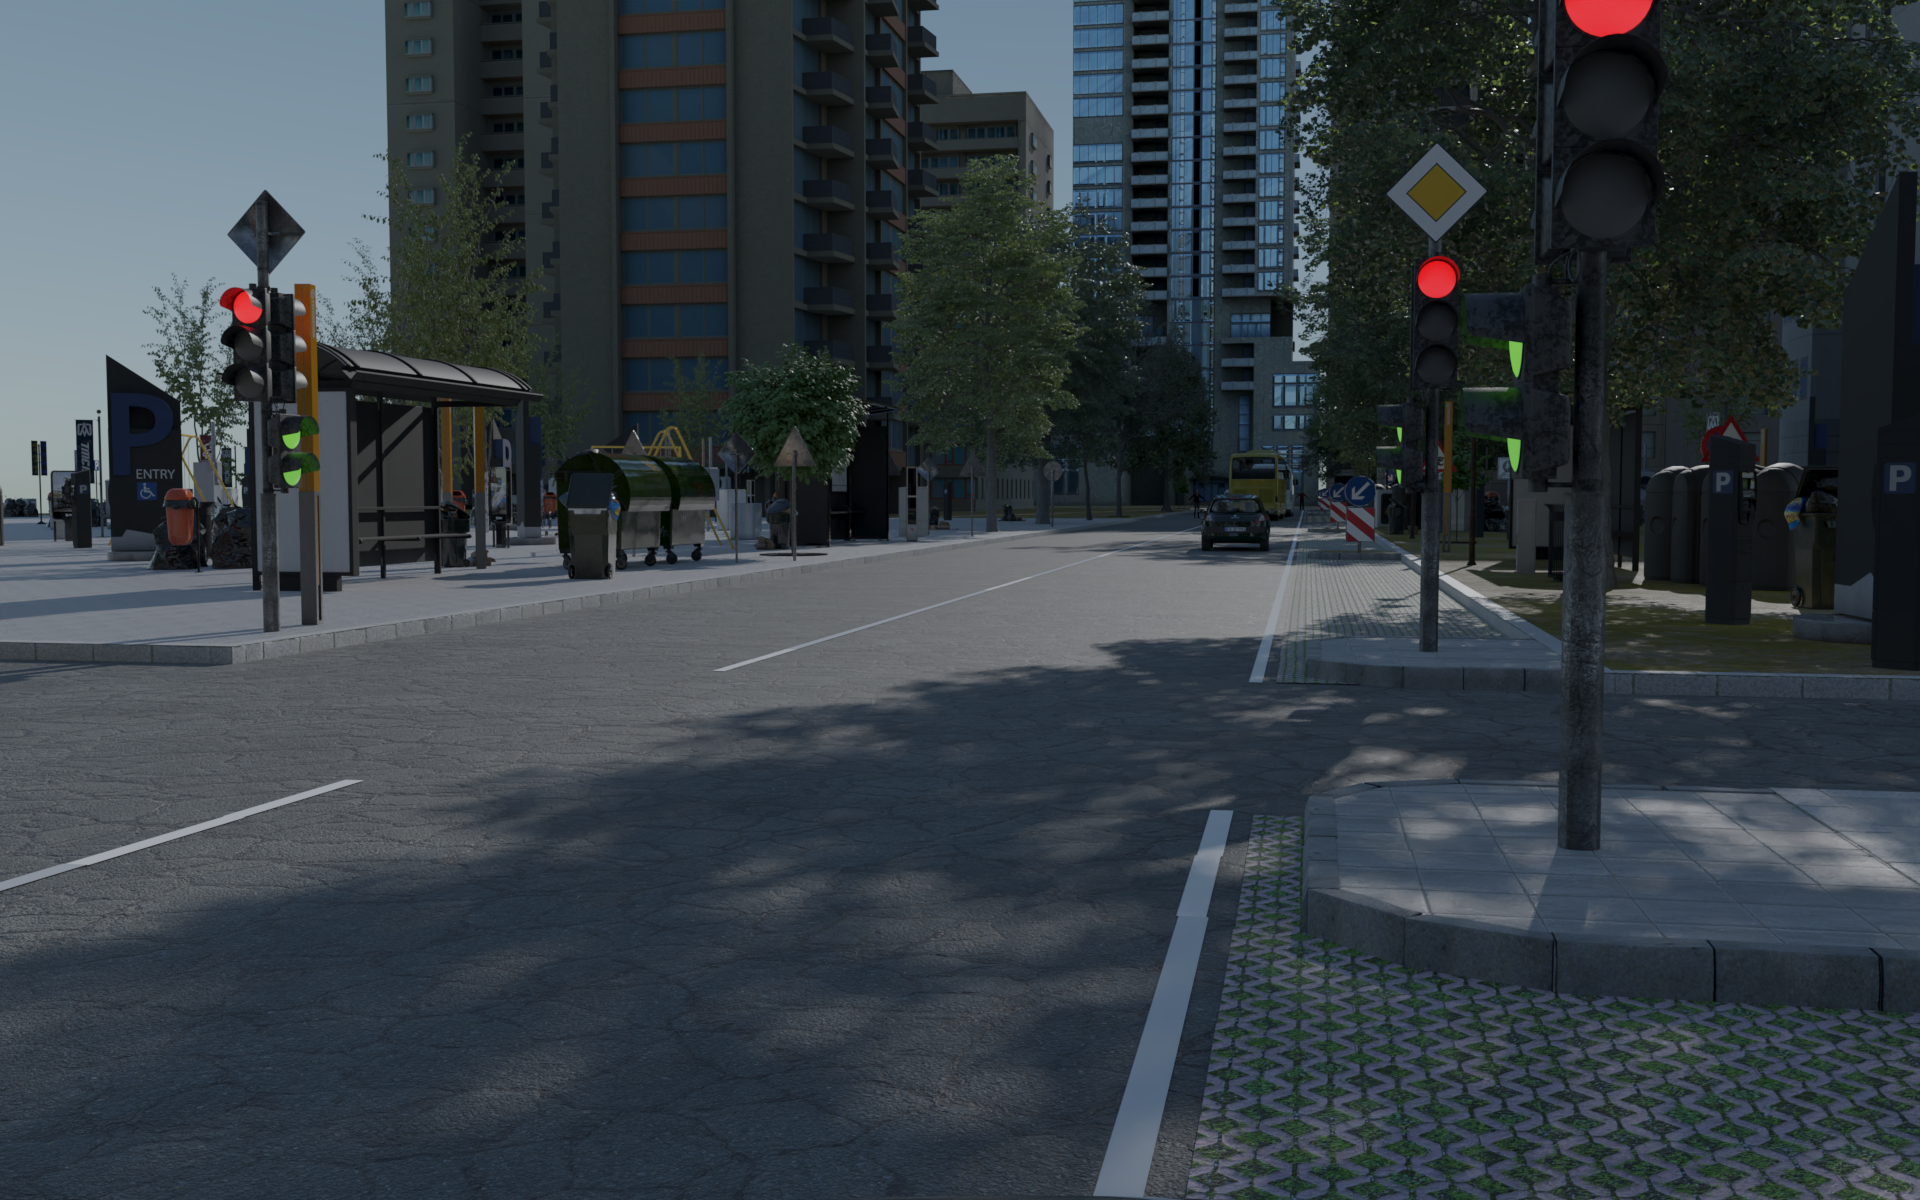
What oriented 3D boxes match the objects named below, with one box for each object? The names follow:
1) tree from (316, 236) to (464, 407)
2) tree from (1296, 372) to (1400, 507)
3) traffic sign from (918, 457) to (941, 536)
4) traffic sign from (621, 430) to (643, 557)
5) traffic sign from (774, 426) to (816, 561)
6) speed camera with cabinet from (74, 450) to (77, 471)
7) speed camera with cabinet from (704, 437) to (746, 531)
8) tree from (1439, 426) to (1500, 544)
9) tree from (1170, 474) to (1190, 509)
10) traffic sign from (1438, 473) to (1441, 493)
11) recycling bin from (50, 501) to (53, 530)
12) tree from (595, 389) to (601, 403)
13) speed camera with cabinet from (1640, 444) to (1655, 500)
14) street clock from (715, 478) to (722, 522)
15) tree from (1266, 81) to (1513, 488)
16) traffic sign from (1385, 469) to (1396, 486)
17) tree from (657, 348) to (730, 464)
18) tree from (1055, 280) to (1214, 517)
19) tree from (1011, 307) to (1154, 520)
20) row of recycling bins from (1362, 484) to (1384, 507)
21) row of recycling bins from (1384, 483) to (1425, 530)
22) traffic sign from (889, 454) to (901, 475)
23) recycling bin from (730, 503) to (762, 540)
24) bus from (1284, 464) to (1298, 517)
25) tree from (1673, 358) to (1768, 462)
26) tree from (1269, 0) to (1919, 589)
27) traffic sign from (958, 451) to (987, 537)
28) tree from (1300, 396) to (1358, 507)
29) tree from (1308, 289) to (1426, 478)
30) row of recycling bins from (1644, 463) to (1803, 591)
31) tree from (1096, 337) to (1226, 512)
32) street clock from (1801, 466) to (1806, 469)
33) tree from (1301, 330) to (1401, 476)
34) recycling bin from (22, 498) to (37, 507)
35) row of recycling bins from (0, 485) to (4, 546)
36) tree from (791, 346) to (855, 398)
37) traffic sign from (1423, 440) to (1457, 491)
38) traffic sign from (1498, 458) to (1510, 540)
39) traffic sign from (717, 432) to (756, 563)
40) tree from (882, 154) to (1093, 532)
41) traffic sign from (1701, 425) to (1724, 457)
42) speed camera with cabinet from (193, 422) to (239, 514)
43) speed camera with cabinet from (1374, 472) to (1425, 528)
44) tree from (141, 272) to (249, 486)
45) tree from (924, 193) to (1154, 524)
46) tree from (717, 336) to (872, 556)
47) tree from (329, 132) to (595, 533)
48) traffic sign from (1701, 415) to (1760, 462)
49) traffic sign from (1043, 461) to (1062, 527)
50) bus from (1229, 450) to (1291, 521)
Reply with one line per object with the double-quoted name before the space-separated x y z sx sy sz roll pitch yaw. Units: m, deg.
"tree" -16.067 -6.011 48.637 4.360 8.622 3.978 0 3 0
"tree" 28.652 -12.596 122.952 9.611 12.733 9.660 0 3 0
"traffic sign" -0.969 -3.192 53.377 0.795 2.450 0.064 1 4 13
"traffic sign" -6.653 -2.156 35.253 0.884 2.594 0.081 1 4 21
"traffic sign" -3.171 -2.027 33.144 0.884 2.594 0.081 1 4 20
"speed camera with cabinet" -40.186 -5.116 77.988 0.660 3.252 2.038 -3 5 -42
"speed camera with cabinet" -8.388 -4.060 60.716 0.660 3.252 2.038 2 4 35
"tree" 12.906 -3.089 45.115 1.663 3.219 1.824 0 3 0
"tree" 18.867 -9.493 149.804 1.663 3.219 1.824 0 3 0
"traffic sign" 13.719 -2.912 49.741 0.606 2.300 0.079 1 4 19
"recycling bin" -32.215 -3.043 62.300 0.722 1.027 0.722 0 4 -3
"tree" -18.623 -7.804 77.957 4.737 8.622 4.395 0 3 0
"speed camera with cabinet" 26.437 -4.549 68.720 2.038 3.252 0.660 1 4 17
"street clock" -11.051 -4.550 78.959 0.358 2.002 0.471 -2 4 -33
"tree" 19.843 -13.543 77.311 12.611 20.169 13.585 0 3 0
"traffic sign" 21.430 -5.297 86.710 0.768 2.556 0.104 1 4 18
"tree" -13.605 -8.421 88.048 4.737 8.622 4.395 0 3 0
"tree" 8.911 -11.405 96.848 12.009 13.543 11.850 0 3 0
"tree" 6.052 -9.183 84.553 7.601 10.594 8.767 2 4 31
"row of recycling bins" 18.687 -3.971 72.036 3.534 1.692 1.069 2 4 30
"row of recycling bins" 16.781 -3.451 63.545 1.069 1.692 3.534 2 4 33
"traffic sign" -2.097 -2.990 48.886 0.884 2.594 0.081 1 4 14
"recycling bin" -5.991 -2.198 48.497 0.722 1.027 0.722 1 4 11
"bus" 20.284 -7.163 111.967 2.948 3.499 13.247 1 4 12
"tree" 36.074 -8.054 82.052 4.737 8.622 4.395 0 3 0
"tree" 8.674 -7.131 23.240 9.857 13.997 8.962 0 3 0
"traffic sign" 0.369 -3.191 52.180 0.884 2.594 0.081 1 4 17
"tree" 35.059 -14.861 153.348 12.009 13.543 11.850 0 3 0
"tree" 22.772 -10.732 93.603 7.486 12.596 7.792 0 3 0
"row of recycling bins" 10.809 -1.064 24.506 1.069 1.692 3.534 0 4 -6
"tree" 14.975 -12.769 125.775 9.611 12.733 9.660 0 3 0
"street clock" 21.975 -2.478 45.078 0.358 2.002 0.471 2 4 32
"tree" 24.206 -10.844 103.061 9.928 11.665 9.643 0 3 0
"recycling bin" -53.181 -5.272 98.743 0.722 1.027 0.722 1 4 18
"row of recycling bins" -24.795 -2.247 43.849 1.069 1.692 3.534 -2 4 -29
"tree" -7.254 -8.240 85.091 4.737 8.622 4.395 0 3 0
"traffic sign" 11.419 -2.535 41.456 0.884 2.594 0.081 1 4 19
"traffic sign" 15.407 -2.845 48.646 0.606 2.300 0.079 1 4 13
"traffic sign" -4.180 -1.908 32.377 0.795 2.450 0.064 1 4 18
"tree" 0.843 -8.573 58.292 7.486 12.596 7.792 0 3 0
"traffic sign" 14.099 -1.954 32.056 0.768 2.556 0.104 1 4 21
"speed camera with cabinet" -20.612 -3.280 47.971 0.660 3.252 2.038 0 4 -5
"speed camera with cabinet" 17.019 -4.418 66.563 2.038 3.252 0.660 0 4 2
"tree" -25.284 -6.595 58.193 4.737 8.622 4.395 0 3 0
"tree" 3.437 -10.216 73.681 9.857 13.997 8.962 0 3 0
"tree" -3.431 -3.216 36.294 4.285 4.588 4.351 0 3 0
"tree" -10.721 -5.242 36.067 4.737 8.622 4.395 0 3 0
"traffic sign" 12.720 -1.752 28.644 0.884 2.594 0.081 1 4 20
"traffic sign" 3.588 -4.102 67.166 0.768 2.556 0.104 1 4 20
"bus" 16.645 -6.393 96.073 2.896 3.916 12.252 1 4 13
